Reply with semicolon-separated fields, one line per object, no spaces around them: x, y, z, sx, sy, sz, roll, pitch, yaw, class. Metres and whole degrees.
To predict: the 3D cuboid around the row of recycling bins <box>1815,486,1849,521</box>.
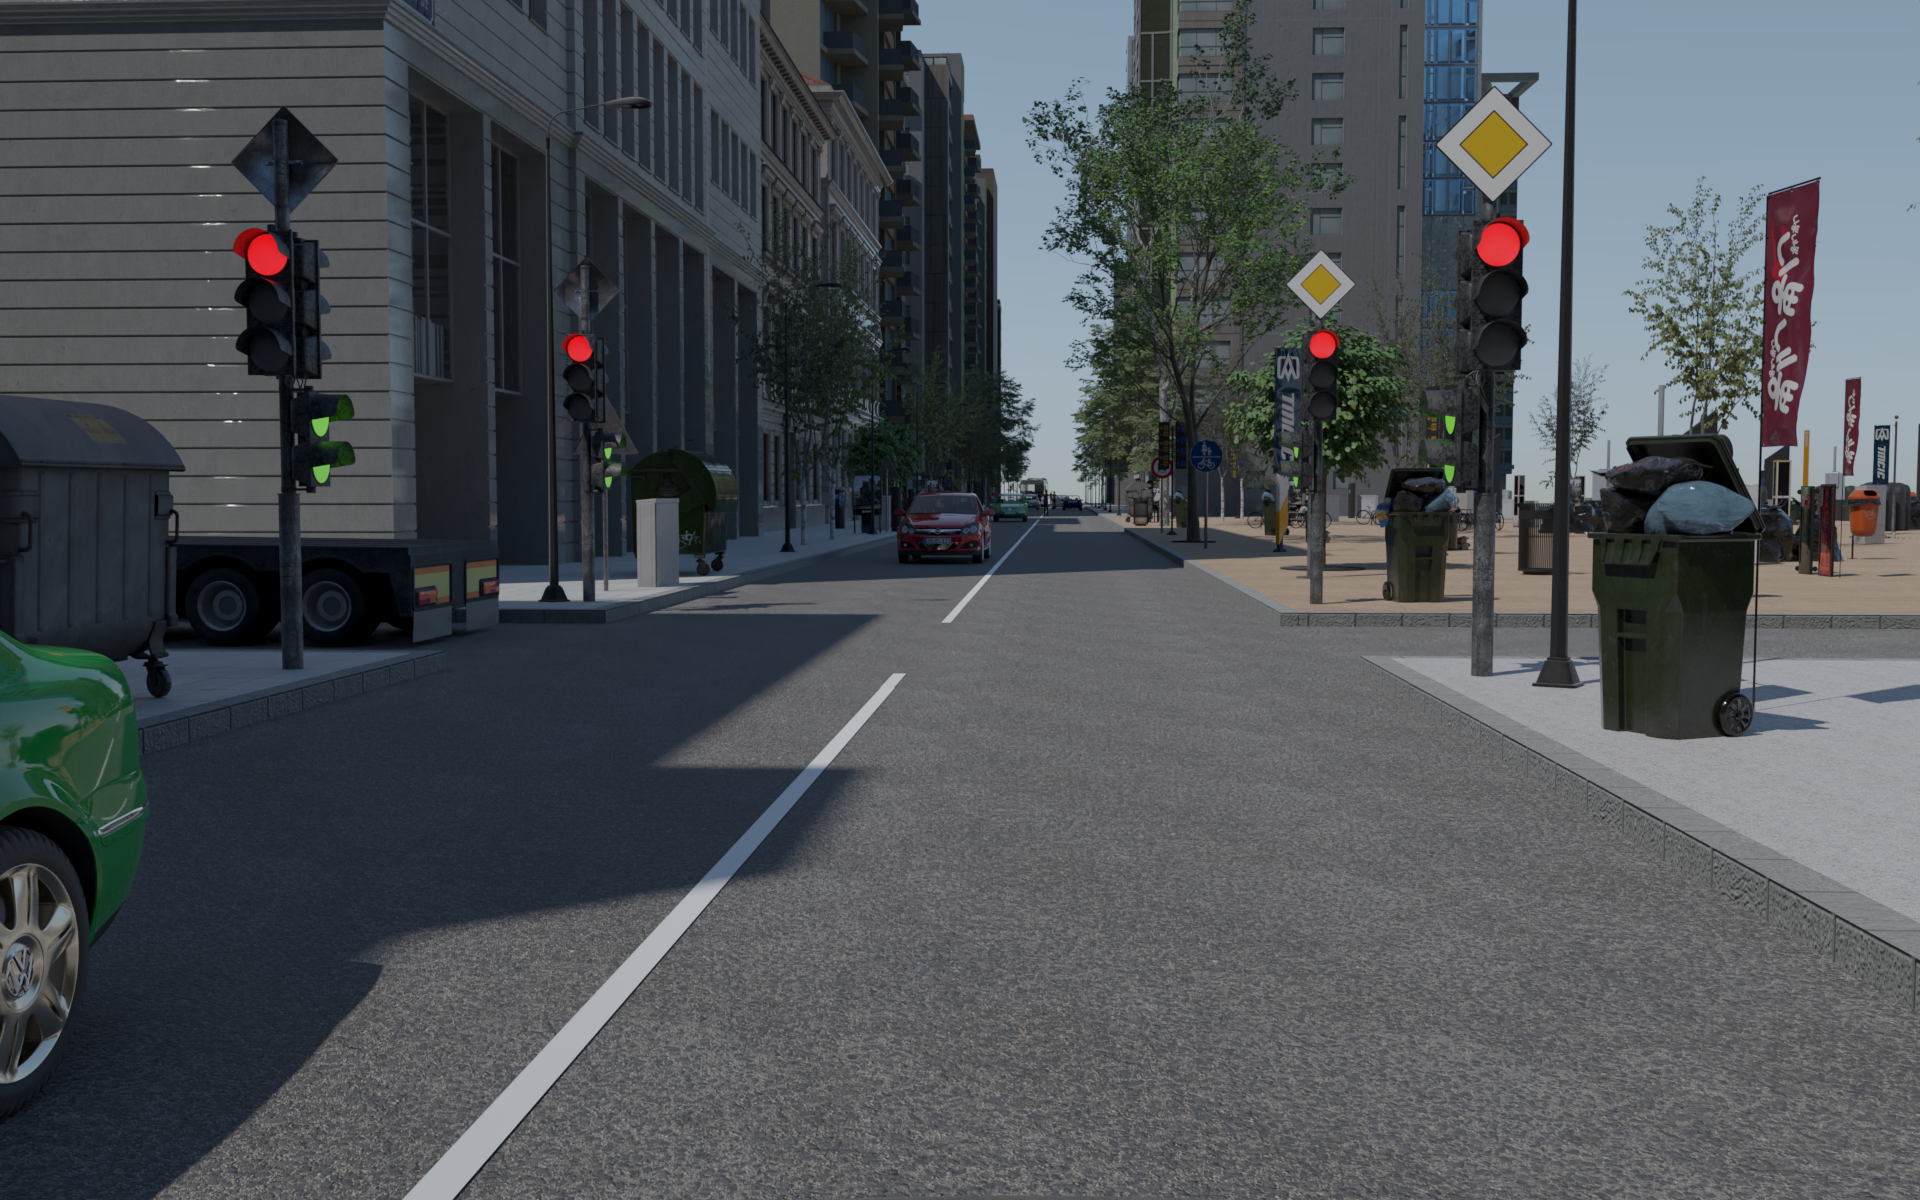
42.338;-4.686;83.723;1.069;1.692;3.534;0;4;-2;row of recycling bins

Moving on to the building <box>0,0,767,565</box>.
-12.263;-15.924;37.850;11.434;29.767;29.804;0;4;3;building

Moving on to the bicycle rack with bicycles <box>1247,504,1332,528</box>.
12.519;-3.158;65.020;2.925;0.926;2.852;2;4;26;bicycle rack with bicycles

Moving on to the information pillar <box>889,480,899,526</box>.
-2.668;-3.996;69.819;0.304;2.012;0.304;3;4;37;information pillar

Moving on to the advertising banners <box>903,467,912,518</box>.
-2.837;-5.968;93.770;0.090;3.025;2.074;-1;4;-13;advertising banners

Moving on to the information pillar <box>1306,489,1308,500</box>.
18.233;-6.036;90.036;0.504;3.616;0.183;-1;4;-15;information pillar

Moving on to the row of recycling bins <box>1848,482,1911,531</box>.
32.206;-3.251;60.274;3.534;1.692;1.069;-3;5;-45;row of recycling bins

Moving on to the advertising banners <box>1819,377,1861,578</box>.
13.486;-1.879;26.912;0.090;3.025;2.074;0;4;4;advertising banners

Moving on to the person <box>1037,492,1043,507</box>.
7.755;-9.658;167.872;0.593;1.643;0.415;-3;5;-40;person

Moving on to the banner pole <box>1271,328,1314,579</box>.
5.100;-2.213;26.203;0.863;3.779;0.401;-1;4;-16;banner pole

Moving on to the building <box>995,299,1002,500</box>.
-1.331;-29.094;247.390;14.160;30.474;14.107;0;4;3;building

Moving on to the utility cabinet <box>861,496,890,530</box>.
-2.988;-3.068;61.318;1.020;1.237;0.306;0;4;8;utility cabinet

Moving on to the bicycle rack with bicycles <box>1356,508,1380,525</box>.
17.843;-3.557;71.543;2.925;0.926;2.852;1;4;20;bicycle rack with bicycles

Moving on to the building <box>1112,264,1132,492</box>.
26.036;-27.168;215.899;14.160;30.474;14.107;0;4;3;building

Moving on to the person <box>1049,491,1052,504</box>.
12.687;-14.211;240.859;1.348;1.822;0.705;-2;4;-35;person

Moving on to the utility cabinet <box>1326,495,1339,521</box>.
17.679;-4.376;82.713;1.020;1.237;0.306;-3;5;-41;utility cabinet

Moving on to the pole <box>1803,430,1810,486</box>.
27.005;-3.759;55.309;0.158;3.312;0.155;0;3;0;pole

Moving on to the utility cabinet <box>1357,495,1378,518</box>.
21.610;-4.931;91.783;1.020;1.237;0.306;2;4;25;utility cabinet

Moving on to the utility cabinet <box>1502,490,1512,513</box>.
27.878;-4.865;88.221;0.318;1.500;1.173;2;4;27;utility cabinet

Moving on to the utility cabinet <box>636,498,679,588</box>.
-4.231;-0.801;24.252;0.306;1.237;1.020;1;4;9;utility cabinet

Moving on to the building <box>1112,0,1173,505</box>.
28.042;-46.391;196.743;20.563;71.187;20.611;0;4;3;building

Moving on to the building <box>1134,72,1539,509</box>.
32.027;-28.302;154.615;32.217;40.220;23.993;0;4;3;building

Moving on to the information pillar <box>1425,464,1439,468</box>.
10.578;-2.096;38.767;0.304;2.012;0.304;0;4;5;information pillar

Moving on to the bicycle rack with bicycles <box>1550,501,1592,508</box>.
30.882;-4.522;87.316;2.852;0.926;2.925;2;4;30;bicycle rack with bicycles

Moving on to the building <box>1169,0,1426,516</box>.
19.819;-25.790;105.269;14.154;41.232;14.086;0;4;3;building

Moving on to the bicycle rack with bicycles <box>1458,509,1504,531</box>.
17.863;-2.897;60.747;2.925;0.926;2.852;-1;4;-22;bicycle rack with bicycles

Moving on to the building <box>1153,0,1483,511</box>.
25.699;-49.750;126.081;22.319;86.520;31.000;0;4;3;building

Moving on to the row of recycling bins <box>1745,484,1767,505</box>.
33.093;-4.065;73.577;3.534;1.692;1.069;-3;4;-38;row of recycling bins

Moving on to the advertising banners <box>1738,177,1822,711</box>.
4.641;-0.885;10.665;0.090;3.025;2.074;0;4;-5;advertising banners

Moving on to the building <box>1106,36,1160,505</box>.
31.560;-56.498;236.414;22.319;86.520;31.000;0;4;3;building

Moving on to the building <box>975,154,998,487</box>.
-2.143;-35.613;232.388;14.600;45.320;14.200;0;4;3;building

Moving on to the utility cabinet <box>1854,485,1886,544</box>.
23.177;-2.169;44.143;1.173;1.500;0.318;-3;5;-40;utility cabinet

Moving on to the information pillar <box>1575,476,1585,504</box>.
24.745;-3.955;69.157;0.304;2.012;0.304;0;4;-6;information pillar

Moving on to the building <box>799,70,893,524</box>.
-10.015;-15.133;83.587;11.583;22.565;21.152;0;4;3;building

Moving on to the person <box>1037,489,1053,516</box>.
5.690;-6.502;115.495;1.217;1.739;0.721;-2;4;-30;person

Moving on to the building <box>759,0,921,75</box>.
-14.089;-27.876;110.396;22.147;44.769;28.867;0;4;3;building

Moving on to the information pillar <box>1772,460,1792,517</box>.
17.907;-2.035;37.765;0.304;2.012;0.304;1;4;12;information pillar

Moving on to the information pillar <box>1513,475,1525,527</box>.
21.521;-3.802;66.658;0.304;2.012;0.304;-1;4;-20;information pillar

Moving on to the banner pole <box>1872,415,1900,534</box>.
29.510;-3.984;55.162;0.863;3.779;0.401;3;4;36;banner pole

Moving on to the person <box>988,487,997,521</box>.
1.725;-5.222;93.855;0.580;1.828;0.573;2;4;31;person

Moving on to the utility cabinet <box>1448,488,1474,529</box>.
18.046;-3.301;62.645;0.318;1.500;1.173;-2;4;-25;utility cabinet

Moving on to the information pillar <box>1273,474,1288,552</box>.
7.132;-2.874;38.345;0.183;3.616;0.504;2;4;33;information pillar

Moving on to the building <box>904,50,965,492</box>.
-6.998;-28.915;156.360;14.154;41.232;14.086;0;4;3;building

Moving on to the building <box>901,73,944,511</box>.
-17.151;-27.283;137.950;32.217;40.220;23.993;0;4;3;building

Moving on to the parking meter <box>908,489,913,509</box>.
-2.356;-4.646;84.380;0.372;1.533;0.369;0;3;0;parking meter

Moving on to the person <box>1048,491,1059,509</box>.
8.916;-9.522;164.897;1.217;1.736;0.721;-2;4;-26;person

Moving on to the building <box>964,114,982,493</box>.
-8.951;-33.155;196.707;22.147;44.769;28.867;0;4;3;building

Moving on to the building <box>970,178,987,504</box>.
-3.967;-32.715;218.480;14.154;41.232;14.086;0;4;3;building

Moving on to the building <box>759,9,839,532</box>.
-10.909;-12.165;63.530;10.561;19.102;19.286;0;4;3;building
